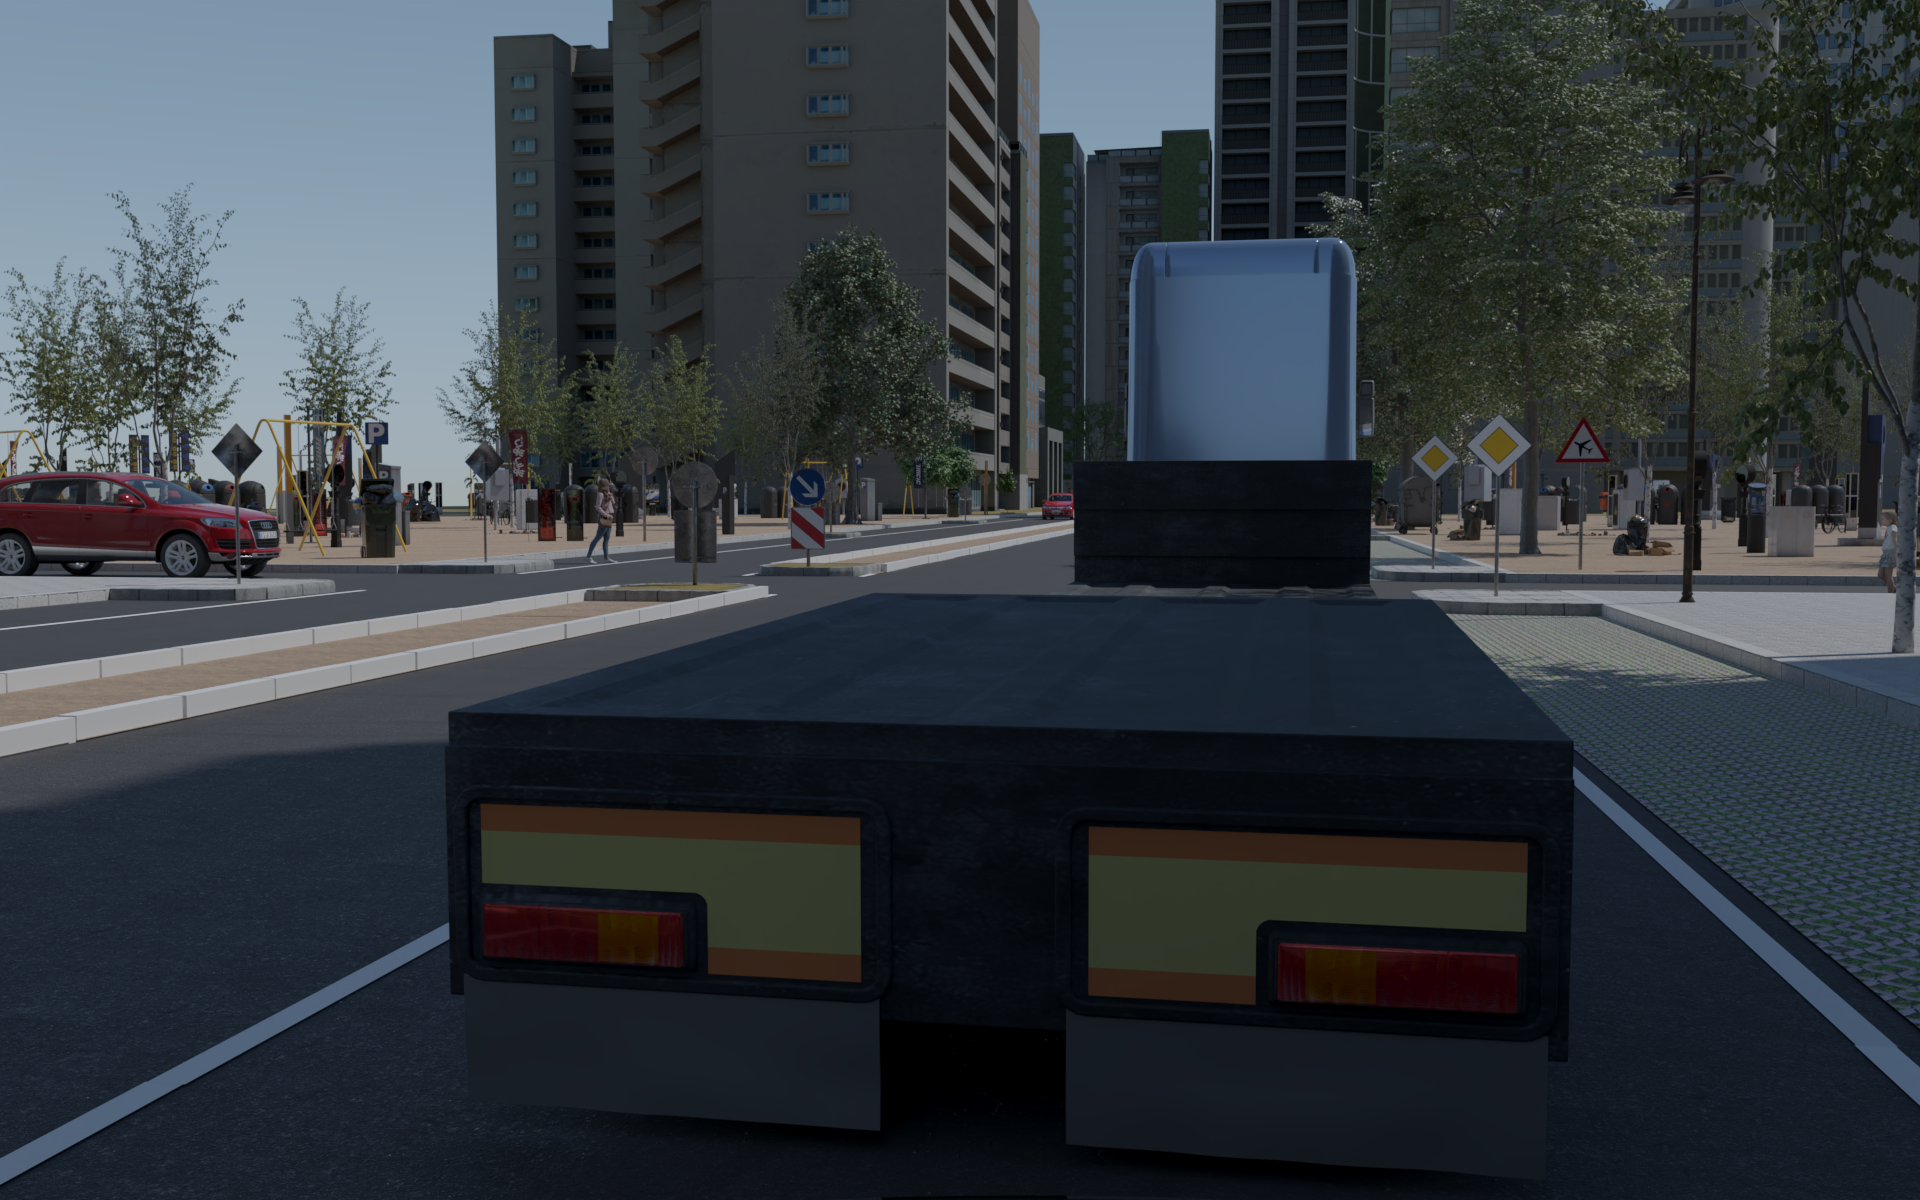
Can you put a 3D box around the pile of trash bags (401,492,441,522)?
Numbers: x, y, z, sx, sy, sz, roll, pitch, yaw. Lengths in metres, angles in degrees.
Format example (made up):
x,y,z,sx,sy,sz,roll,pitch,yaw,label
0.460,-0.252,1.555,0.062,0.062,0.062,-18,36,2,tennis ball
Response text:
x,y,z,sx,sy,sz,roll,pitch,yaw,label
-25.637,-4.259,79.379,1.912,1.369,3.447,2,4,32,pile of trash bags

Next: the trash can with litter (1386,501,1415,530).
x,y,z,sx,sy,sz,roll,pitch,yaw,label
15.736,-3.055,61.333,0.624,1.170,1.055,-1,4,-14,trash can with litter

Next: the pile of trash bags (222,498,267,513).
x,y,z,sx,sy,sz,roll,pitch,yaw,label
-39.355,-5.247,95.536,1.912,1.369,3.447,-1,4,-12,pile of trash bags

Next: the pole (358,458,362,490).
x,y,z,sx,sy,sz,roll,pitch,yaw,label
-33.904,-6.367,97.935,0.158,3.312,0.155,0,3,0,pole

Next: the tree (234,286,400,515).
x,y,z,sx,sy,sz,roll,pitch,yaw,label
-22.425,-6.835,62.122,4.737,8.622,4.395,0,3,0,tree

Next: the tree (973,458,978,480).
x,y,z,sx,sy,sz,roll,pitch,yaw,label
-0.631,-7.089,99.622,4.285,4.588,4.351,0,3,0,tree

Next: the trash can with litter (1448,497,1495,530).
x,y,z,sx,sy,sz,roll,pitch,yaw,label
18.848,-3.173,62.941,1.678,1.210,2.233,-3,5,-42,trash can with litter

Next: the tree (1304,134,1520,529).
x,y,z,sx,sy,sz,roll,pitch,yaw,label
16.255,-9.555,62.884,9.857,13.997,8.962,0,3,0,tree

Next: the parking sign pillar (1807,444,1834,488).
x,y,z,sx,sy,sz,roll,pitch,yaw,label
44.034,-6.119,88.519,1.447,3.967,1.447,0,4,7,parking sign pillar

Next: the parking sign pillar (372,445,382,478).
x,y,z,sx,sy,sz,roll,pitch,yaw,label
-25.165,-5.243,74.203,1.447,3.967,1.447,0,4,1,parking sign pillar

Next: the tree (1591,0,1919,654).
x,y,z,sx,sy,sz,roll,pitch,yaw,label
7.506,-3.889,13.952,4.737,8.622,4.395,0,3,0,tree

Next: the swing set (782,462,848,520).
x,y,z,sx,sy,sz,roll,pitch,yaw,label
-7.147,-5.325,84.682,3.119,2.851,2.862,-1,4,-17,swing set

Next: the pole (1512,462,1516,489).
x,y,z,sx,sy,sz,roll,pitch,yaw,label
26.936,-5.529,84.244,0.158,3.312,0.155,0,3,0,pole

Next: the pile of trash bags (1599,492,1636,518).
x,y,z,sx,sy,sz,roll,pitch,yaw,label
36.388,-5.159,94.107,3.447,1.369,1.912,0,4,-7,pile of trash bags

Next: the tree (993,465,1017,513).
x,y,z,sx,sy,sz,roll,pitch,yaw,label
3.229,-7.447,116.360,1.663,3.219,1.824,0,3,0,tree

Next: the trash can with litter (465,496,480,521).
x,y,z,sx,sy,sz,roll,pitch,yaw,label
-23.598,-4.480,84.312,1.678,1.210,2.233,0,4,-1,trash can with litter

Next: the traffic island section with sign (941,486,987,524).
x,y,z,sx,sy,sz,roll,pitch,yaw,label
0.245,-4.593,83.731,1.989,1.847,2.006,1,4,10,traffic island section with sign

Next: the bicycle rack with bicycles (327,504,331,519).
x,y,z,sx,sy,sz,roll,pitch,yaw,label
-31.613,-4.747,90.998,2.925,0.926,2.852,2,4,32,bicycle rack with bicycles

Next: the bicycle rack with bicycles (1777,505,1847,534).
x,y,z,sx,sy,sz,roll,pitch,yaw,label
27.894,-2.658,56.834,2.925,0.926,2.852,-1,4,-18,bicycle rack with bicycles

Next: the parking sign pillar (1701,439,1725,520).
x,y,z,sx,sy,sz,roll,pitch,yaw,label
37.290,-5.956,85.853,1.447,3.967,1.447,-3,5,-43,parking sign pillar

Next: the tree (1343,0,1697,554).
x,y,z,sx,sy,sz,roll,pitch,yaw,label
11.797,-7.258,36.788,7.486,12.596,7.792,0,3,0,tree

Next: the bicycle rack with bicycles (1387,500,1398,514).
x,y,z,sx,sy,sz,roll,pitch,yaw,label
25.356,-5.332,100.555,2.925,0.926,2.852,-1,4,-20,bicycle rack with bicycles

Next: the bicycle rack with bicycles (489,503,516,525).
x,y,z,sx,sy,sz,roll,pitch,yaw,label
-18.374,-3.592,72.110,2.852,0.926,2.925,-1,4,-17,bicycle rack with bicycles

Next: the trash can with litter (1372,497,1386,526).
x,y,z,sx,sy,sz,roll,pitch,yaw,label
17.077,-3.578,69.895,1.055,1.170,0.624,-3,5,-43,trash can with litter

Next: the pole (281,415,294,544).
x,y,z,sx,sy,sz,roll,pitch,yaw,label
-17.267,-3.101,44.543,0.158,3.312,0.155,0,3,0,pole

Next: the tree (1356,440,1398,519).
x,y,z,sx,sy,sz,roll,pitch,yaw,label
21.002,-6.486,89.754,4.285,4.588,4.351,0,3,0,tree

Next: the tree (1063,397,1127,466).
x,y,z,sx,sy,sz,roll,pitch,yaw,label
14.169,-15.768,183.560,9.928,11.665,9.643,0,3,0,tree

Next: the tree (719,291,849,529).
x,y,z,sx,sy,sz,roll,pitch,yaw,label
-6.312,-6.877,62.805,4.360,8.622,3.978,0,3,0,tree

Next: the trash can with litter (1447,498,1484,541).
x,y,z,sx,sy,sz,roll,pitch,yaw,label
13.932,-2.230,47.855,0.624,1.170,1.055,-3,4,-36,trash can with litter

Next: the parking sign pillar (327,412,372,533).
x,y,z,sx,sy,sz,roll,pitch,yaw,label
-20.488,-4.225,57.551,1.447,3.967,1.447,-1,4,-23,parking sign pillar

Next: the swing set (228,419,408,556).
x,y,z,sx,sy,sz,roll,pitch,yaw,label
-14.035,-2.419,37.176,2.862,2.851,3.119,1,4,17,swing set

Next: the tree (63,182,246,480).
x,y,z,sx,sy,sz,roll,pitch,yaw,label
-19.031,-5.553,41.159,4.360,8.622,3.978,0,3,0,tree

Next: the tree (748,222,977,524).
x,y,z,sx,sy,sz,roll,pitch,yaw,label
-4.544,-9.577,73.585,9.611,12.733,9.660,0,3,0,tree

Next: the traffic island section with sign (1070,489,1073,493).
x,y,z,sx,sy,sz,roll,pitch,yaw,label
8.755,-7.611,133.061,1.989,1.847,2.006,1,4,10,traffic island section with sign

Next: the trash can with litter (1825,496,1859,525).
x,y,z,sx,sy,sz,roll,pitch,yaw,label
36.699,-3.717,71.829,2.233,1.210,1.678,2,4,35,trash can with litter

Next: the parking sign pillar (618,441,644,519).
x,y,z,sx,sy,sz,roll,pitch,yaw,label
-16.738,-6.100,88.199,1.447,3.967,1.447,-3,4,-37,parking sign pillar

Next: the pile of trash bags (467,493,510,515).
x,y,z,sx,sy,sz,roll,pitch,yaw,label
-28.670,-5.825,104.987,3.447,1.369,1.912,2,4,35,pile of trash bags

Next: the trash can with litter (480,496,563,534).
x,y,z,sx,sy,sz,roll,pitch,yaw,label
-14.252,-2.763,56.236,2.233,1.210,1.678,-1,4,-21,trash can with litter

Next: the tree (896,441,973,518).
x,y,z,sx,sy,sz,roll,pitch,yaw,label
-1.838,-6.622,91.991,4.285,4.588,4.351,0,3,0,tree

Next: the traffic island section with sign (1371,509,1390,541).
x,y,z,sx,sy,sz,roll,pitch,yaw,label
12.308,-2.766,53.846,1.989,1.847,2.006,1,4,10,traffic island section with sign

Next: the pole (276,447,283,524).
x,y,z,sx,sy,sz,roll,pitch,yaw,label
-29.159,-4.919,74.264,0.158,3.312,0.155,0,3,0,pole

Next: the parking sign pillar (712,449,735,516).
x,y,z,sx,sy,sz,roll,pitch,yaw,label
-13.983,-6.976,102.533,1.447,3.967,1.447,-2,4,-24,parking sign pillar

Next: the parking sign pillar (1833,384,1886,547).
x,y,z,sx,sy,sz,roll,pitch,yaw,label
22.601,-3.330,42.920,1.447,3.967,1.447,2,4,33,parking sign pillar

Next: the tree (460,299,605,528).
x,y,z,sx,sy,sz,roll,pitch,yaw,label
-16.896,-7.073,66.009,4.737,8.622,4.395,0,3,0,tree

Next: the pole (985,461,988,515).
x,y,z,sx,sy,sz,roll,pitch,yaw,label
1.598,-6.817,105.305,0.158,3.312,0.155,0,3,0,pole

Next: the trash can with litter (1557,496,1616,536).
x,y,z,sx,sy,sz,roll,pitch,yaw,label
19.301,-2.580,53.247,2.233,1.210,1.678,-1,4,-10,trash can with litter

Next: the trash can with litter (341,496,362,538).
x,y,z,sx,sy,sz,roll,pitch,yaw,label
-17.658,-2.474,51.505,1.678,1.210,2.233,2,4,35,trash can with litter

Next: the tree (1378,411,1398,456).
x,y,z,sx,sy,sz,roll,pitch,yaw,label
23.526,-10.539,106.732,8.767,10.594,7.601,-1,4,-18,tree

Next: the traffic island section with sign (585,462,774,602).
x,y,z,sx,sy,sz,roll,pitch,yaw,label
-3.839,-0.958,23.802,2.006,1.907,1.989,1,4,10,traffic island section with sign

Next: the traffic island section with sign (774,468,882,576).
x,y,z,sx,sy,sz,roll,pitch,yaw,label
-2.569,-1.404,31.100,2.006,1.907,1.989,1,4,10,traffic island section with sign

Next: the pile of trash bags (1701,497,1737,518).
x,y,z,sx,sy,sz,roll,pitch,yaw,label
41.963,-5.231,95.272,3.447,1.369,1.912,-1,4,-20,pile of trash bags

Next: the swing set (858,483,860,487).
x,y,z,sx,sy,sz,roll,pitch,yaw,label
-7.178,-6.707,107.285,2.862,2.851,3.119,1,4,15,swing set

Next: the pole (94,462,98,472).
x,y,z,sx,sy,sz,roll,pitch,yaw,label
-54.169,-7.020,108.623,0.158,3.312,0.155,0,3,0,pole

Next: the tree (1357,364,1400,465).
x,y,z,sx,sy,sz,roll,pitch,yaw,label
23.349,-9.007,97.626,4.737,8.622,4.395,0,3,0,tree

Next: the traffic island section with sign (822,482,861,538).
x,y,z,sx,sy,sz,roll,pitch,yaw,label
-4.337,-2.969,57.167,1.989,1.847,2.006,1,4,10,traffic island section with sign

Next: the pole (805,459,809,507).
x,y,z,sx,sy,sz,roll,pitch,yaw,label
-7.748,-5.745,87.769,0.158,3.312,0.155,0,3,0,pole

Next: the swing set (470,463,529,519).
x,y,z,sx,sy,sz,roll,pitch,yaw,label
-23.379,-5.500,87.548,3.119,2.851,2.862,-1,4,-15,swing set

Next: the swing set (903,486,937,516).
x,y,z,sx,sy,sz,roll,pitch,yaw,label
-1.862,-6.546,104.651,3.119,2.851,2.862,1,4,10,swing set

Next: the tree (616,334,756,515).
x,y,z,sx,sy,sz,roll,pitch,yaw,label
-12.483,-7.888,79.327,4.737,8.622,4.395,0,3,0,tree
